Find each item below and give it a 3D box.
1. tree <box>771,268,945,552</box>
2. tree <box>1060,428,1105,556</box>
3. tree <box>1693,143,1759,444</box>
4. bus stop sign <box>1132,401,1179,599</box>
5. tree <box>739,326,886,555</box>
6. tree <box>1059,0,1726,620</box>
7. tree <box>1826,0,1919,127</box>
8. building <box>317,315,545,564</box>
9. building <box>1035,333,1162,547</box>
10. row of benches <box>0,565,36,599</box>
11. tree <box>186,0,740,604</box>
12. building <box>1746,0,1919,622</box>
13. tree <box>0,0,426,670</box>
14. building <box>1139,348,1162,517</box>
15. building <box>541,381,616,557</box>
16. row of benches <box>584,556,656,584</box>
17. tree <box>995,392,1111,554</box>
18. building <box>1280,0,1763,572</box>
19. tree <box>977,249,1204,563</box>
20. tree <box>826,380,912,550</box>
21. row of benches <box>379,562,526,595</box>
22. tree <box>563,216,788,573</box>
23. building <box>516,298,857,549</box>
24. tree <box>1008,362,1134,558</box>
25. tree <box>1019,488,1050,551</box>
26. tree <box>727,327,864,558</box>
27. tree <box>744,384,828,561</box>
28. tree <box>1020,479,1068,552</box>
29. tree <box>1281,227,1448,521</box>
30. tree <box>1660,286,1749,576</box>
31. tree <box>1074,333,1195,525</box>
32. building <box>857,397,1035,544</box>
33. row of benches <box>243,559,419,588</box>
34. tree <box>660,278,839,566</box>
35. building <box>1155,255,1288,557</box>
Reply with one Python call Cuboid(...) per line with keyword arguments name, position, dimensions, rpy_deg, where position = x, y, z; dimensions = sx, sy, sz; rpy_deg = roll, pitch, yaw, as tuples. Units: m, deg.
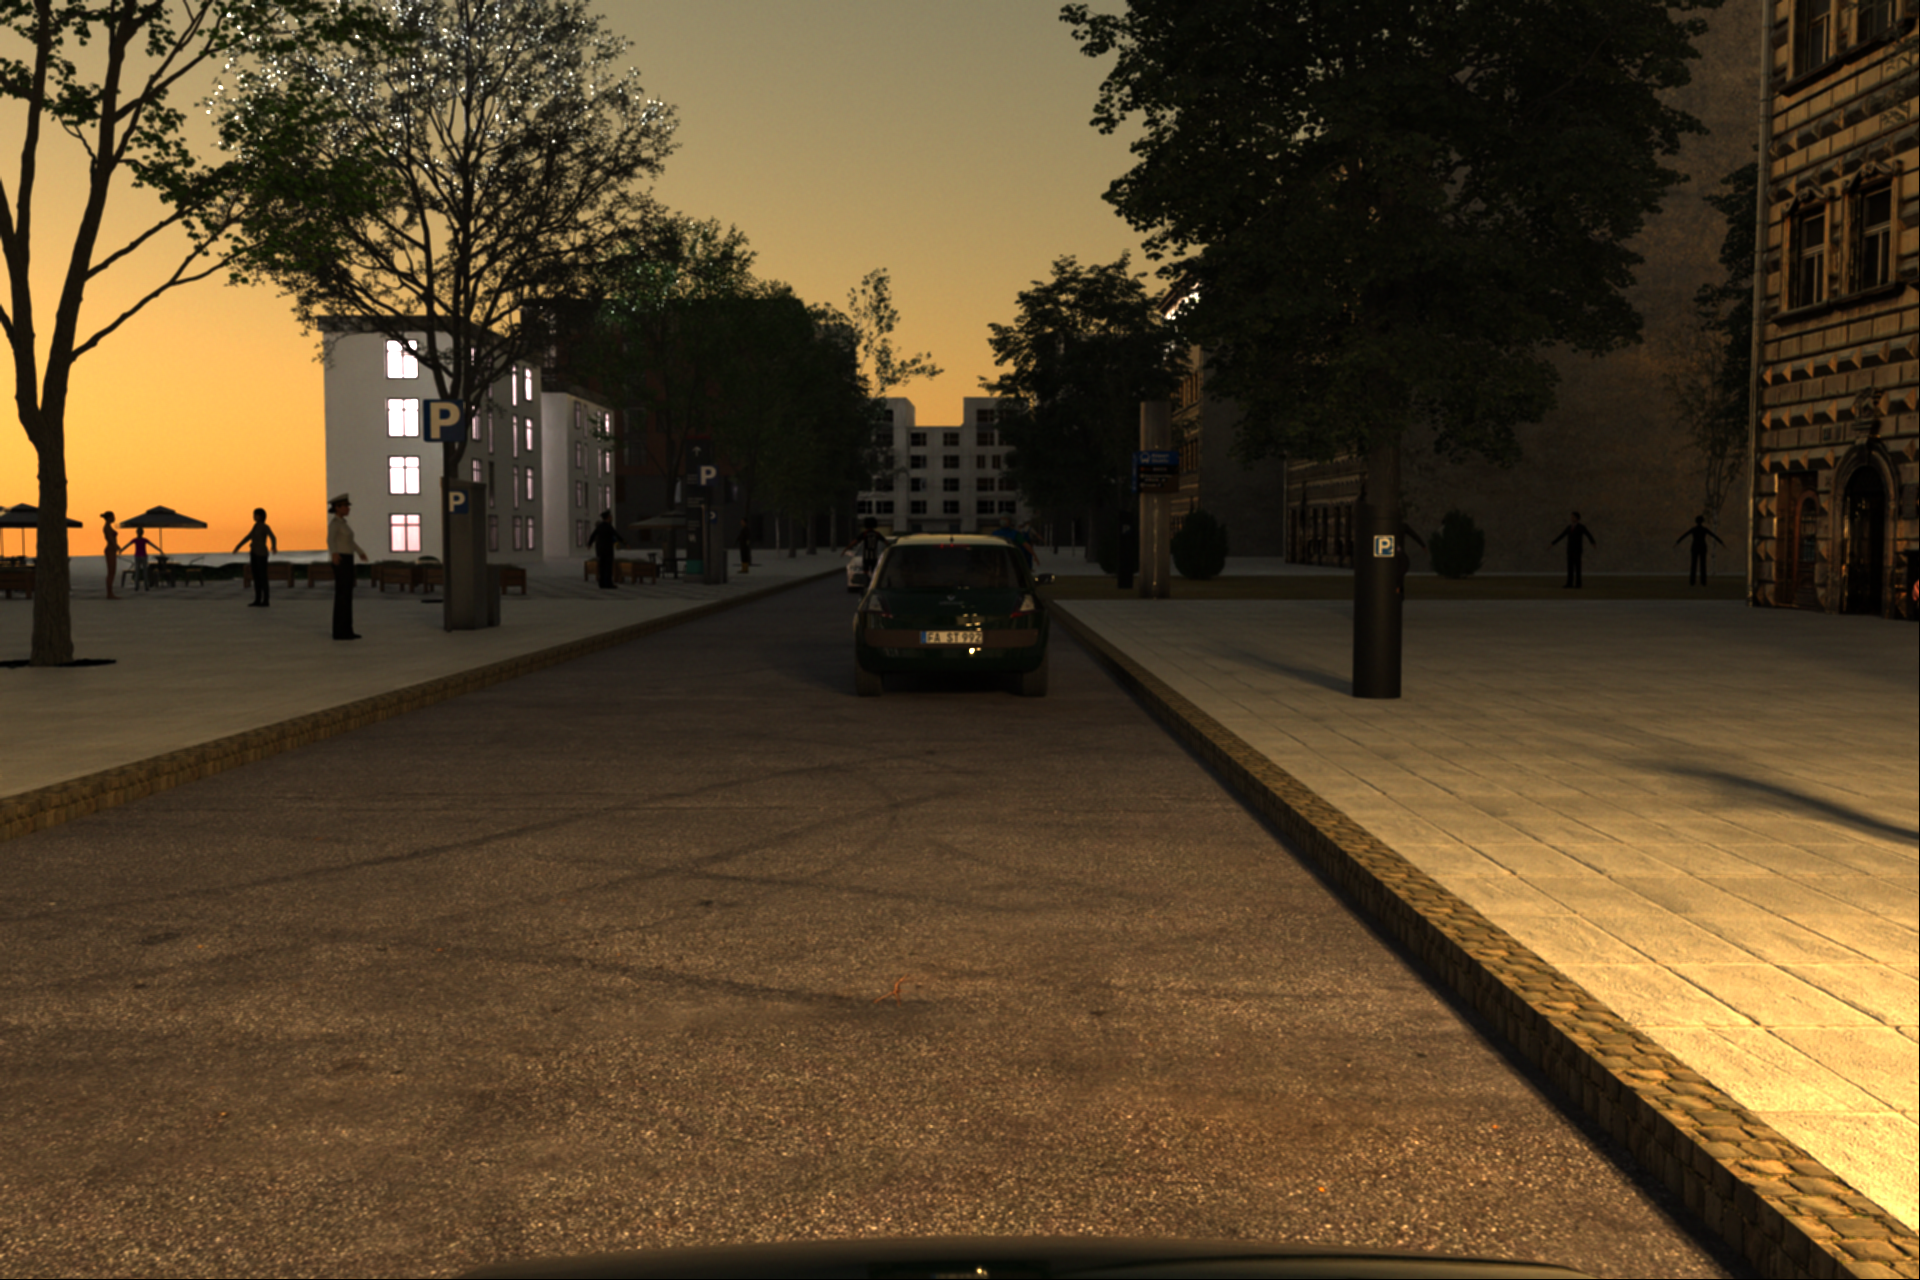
Cuboid(name="tree", position=(-7.948, -16.339, 123.034), dimensions=(12.611, 20.169, 13.585), rpy_deg=(0, 3, 0))
Cuboid(name="tree", position=(6.321, -9.128, 99.602), dimensions=(4.360, 8.622, 3.978), rpy_deg=(0, 3, 0))
Cuboid(name="tree", position=(22.204, -8.189, 40.546), dimensions=(9.857, 13.997, 8.962), rpy_deg=(0, 3, 0))
Cuboid(name="bus stop sign", position=(3.902, -2.790, 34.636), dimensions=(0.837, 3.901, 0.837), rpy_deg=(0, 4, -2))
Cuboid(name="tree", position=(-9.275, -12.313, 107.980), dimensions=(9.857, 13.997, 8.962), rpy_deg=(0, 3, 0))
Cuboid(name="tree", position=(6.220, -7.262, 25.395), dimensions=(9.857, 13.997, 8.962), rpy_deg=(0, 3, 0))
Cuboid(name="tree", position=(6.414, -5.974, 8.047), dimensions=(12.009, 13.543, 11.850), rpy_deg=(0, 3, 0))
Cuboid(name="building", position=(-23.851, -8.469, 80.623), dimensions=(9.099, 9.664, 28.070), rpy_deg=(0, 4, 0))
Cuboid(name="building", position=(22.217, -21.320, 192.557), dimensions=(27.936, 21.610, 32.646), rpy_deg=(0, 4, 0))
Cuboid(name="row of benches", position=(-20.172, -1.179, 34.734), dimensions=(4.104, 0.672, 1.422), rpy_deg=(1, 4, 14))
Cuboid(name="tree", position=(-9.383, -7.442, 32.047), dimensions=(12.009, 13.543, 11.850), rpy_deg=(0, 3, 0))
Cuboid(name="building", position=(23.196, -11.622, 20.954), dimensions=(19.493, 23.208, 18.063), rpy_deg=(0, 4, 0))
Cuboid(name="tree", position=(-8.787, -5.546, 16.440), dimensions=(9.928, 11.665, 9.643), rpy_deg=(0, 3, 0))
Cuboid(name="building", position=(23.175, -19.351, 172.803), dimensions=(16.016, 20.090, 11.380), rpy_deg=(0, 4, 0))
Cuboid(name="building", position=(-26.168, -10.217, 109.196), dimensions=(9.099, 9.664, 28.070), rpy_deg=(0, 4, -1))
Cuboid(name="row of benches", position=(-9.085, -1.867, 45.991), dimensions=(1.422, 0.672, 4.104), rpy_deg=(-2, 4, -29))
Cuboid(name="tree", position=(6.307, -10.831, 111.507), dimensions=(8.767, 10.594, 7.601), rpy_deg=(-2, 4, -24))
Cuboid(name="building", position=(23.513, -14.402, 66.407), dimensions=(19.493, 23.208, 18.063), rpy_deg=(0, 3, 0))
Cuboid(name="tree", position=(5.874, -10.422, 77.059), dimensions=(9.857, 13.997, 8.962), rpy_deg=(0, 3, 0))
Cuboid(name="tree", position=(-8.865, -13.962, 138.643), dimensions=(12.009, 13.543, 11.850), rpy_deg=(0, 3, 0))
Cuboid(name="row of benches", position=(-11.007, -1.358, 37.669), dimensions=(4.104, 0.672, 1.422), rpy_deg=(2, 4, 32))
Cuboid(name="tree", position=(-9.441, -8.009, 56.701), dimensions=(9.928, 11.665, 9.643), rpy_deg=(0, 3, 0))
Cuboid(name="building", position=(-24.622, -19.735, 166.649), dimensions=(27.936, 21.610, 32.646), rpy_deg=(0, 4, -1))
Cuboid(name="tree", position=(6.638, -9.535, 90.317), dimensions=(8.767, 10.594, 7.601), rpy_deg=(0, 4, 3))
Cuboid(name="tree", position=(6.657, -11.071, 131.371), dimensions=(4.360, 8.622, 3.978), rpy_deg=(0, 3, 0))
Cuboid(name="tree", position=(-8.994, -10.720, 93.403), dimensions=(7.486, 12.596, 7.792), rpy_deg=(0, 3, 0))
Cuboid(name="tree", position=(-8.681, -8.132, 83.323), dimensions=(4.737, 8.622, 4.395), rpy_deg=(0, 3, 0))
Cuboid(name="tree", position=(6.402, -10.662, 124.678), dimensions=(4.737, 8.622, 4.395), rpy_deg=(0, 3, 0))
Cuboid(name="tree", position=(9.896, -5.483, 40.001), dimensions=(4.360, 8.622, 3.978), rpy_deg=(0, 3, 0))
Cuboid(name="tree", position=(22.641, -6.235, 52.312), dimensions=(4.360, 8.622, 3.978), rpy_deg=(0, 3, 0))
Cuboid(name="tree", position=(5.843, -6.968, 64.282), dimensions=(4.360, 8.622, 3.978), rpy_deg=(0, 3, 0))
Cuboid(name="building", position=(0.789, -22.106, 230.343), dimensions=(31.486, 18.905, 16.747), rpy_deg=(0, 4, 2))
Cuboid(name="row of benches", position=(-15.237, -1.611, 41.802), dimensions=(4.104, 0.672, 1.422), rpy_deg=(-1, 4, -14))
Cuboid(name="tree", position=(-8.484, -8.814, 69.864), dimensions=(9.928, 11.665, 9.643), rpy_deg=(0, 3, 0))
Cuboid(name="building", position=(22.703, -16.821, 105.945), dimensions=(19.493, 23.208, 18.063), rpy_deg=(0, 4, 0))
